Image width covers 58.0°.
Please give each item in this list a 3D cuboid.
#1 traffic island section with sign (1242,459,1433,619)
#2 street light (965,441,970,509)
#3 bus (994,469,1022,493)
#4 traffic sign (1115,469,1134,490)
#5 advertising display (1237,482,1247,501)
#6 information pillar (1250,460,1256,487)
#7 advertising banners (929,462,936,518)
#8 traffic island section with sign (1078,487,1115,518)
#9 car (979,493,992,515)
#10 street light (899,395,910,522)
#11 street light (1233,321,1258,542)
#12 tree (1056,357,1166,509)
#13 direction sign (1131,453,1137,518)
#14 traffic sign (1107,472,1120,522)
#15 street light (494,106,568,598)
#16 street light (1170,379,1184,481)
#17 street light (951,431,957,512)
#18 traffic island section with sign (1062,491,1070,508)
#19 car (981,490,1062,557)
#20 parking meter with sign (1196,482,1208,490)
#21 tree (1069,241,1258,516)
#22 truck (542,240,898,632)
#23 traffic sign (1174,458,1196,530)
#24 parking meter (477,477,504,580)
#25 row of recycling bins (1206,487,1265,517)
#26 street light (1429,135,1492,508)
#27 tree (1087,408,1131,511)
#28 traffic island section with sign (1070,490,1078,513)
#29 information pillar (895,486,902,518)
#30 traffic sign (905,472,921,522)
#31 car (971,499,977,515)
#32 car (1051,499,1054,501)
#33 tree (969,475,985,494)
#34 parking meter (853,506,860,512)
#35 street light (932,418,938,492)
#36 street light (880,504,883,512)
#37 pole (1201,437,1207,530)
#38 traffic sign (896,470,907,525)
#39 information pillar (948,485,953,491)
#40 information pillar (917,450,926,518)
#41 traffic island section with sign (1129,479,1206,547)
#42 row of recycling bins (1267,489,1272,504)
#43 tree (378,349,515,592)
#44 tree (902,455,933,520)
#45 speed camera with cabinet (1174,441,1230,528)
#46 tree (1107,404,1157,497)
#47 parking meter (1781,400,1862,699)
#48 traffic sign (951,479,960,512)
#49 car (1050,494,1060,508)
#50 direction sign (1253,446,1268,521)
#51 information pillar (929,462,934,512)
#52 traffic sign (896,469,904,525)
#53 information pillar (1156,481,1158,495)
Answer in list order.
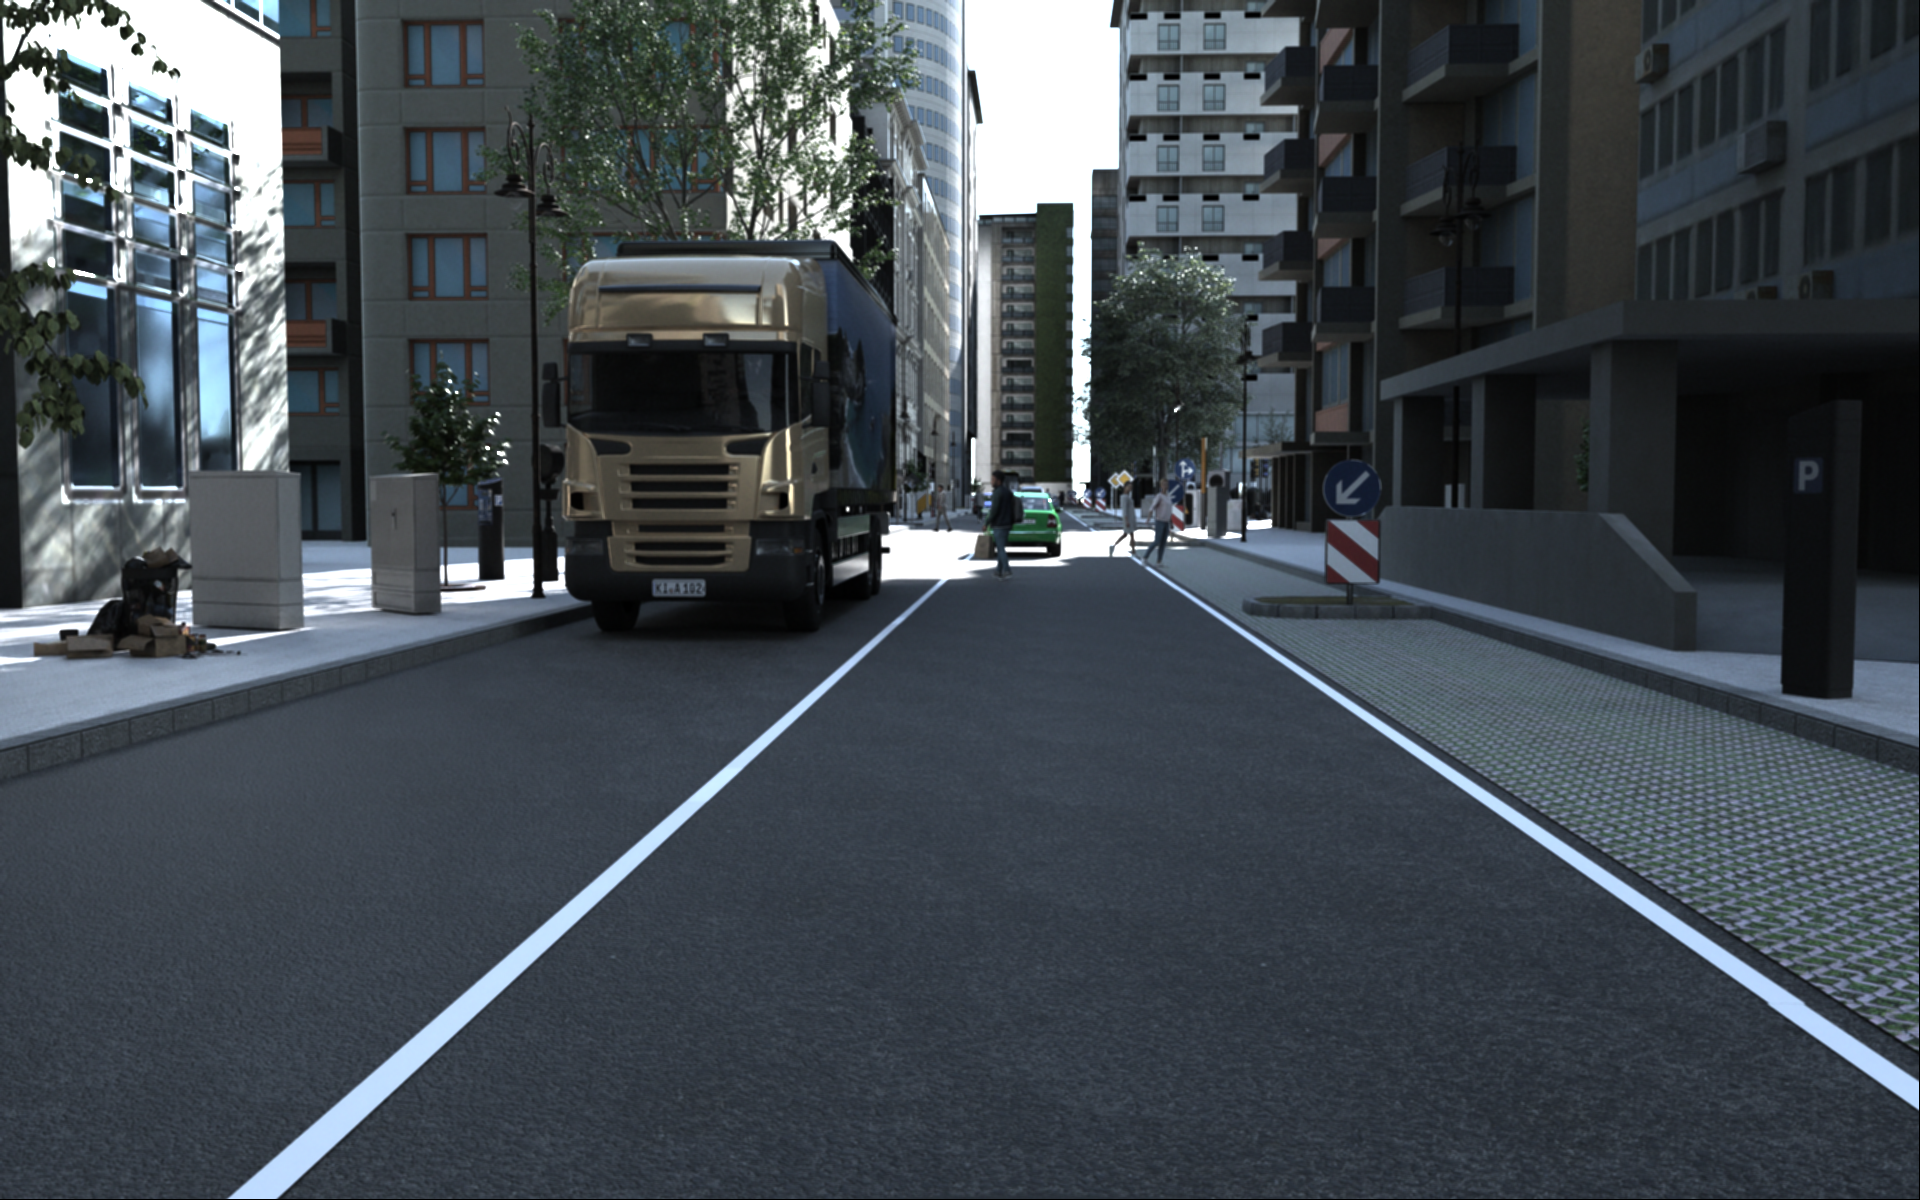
[{"bbox_3d":[4.425,-0.735,20.645,1.989,1.847,2.006,0,4,3],"label":"traffic island section with sign"},{"bbox_3d":[0.662,-10.812,149.556,0.468,5.910,1.993,0,4,3],"label":"street light"},{"bbox_3d":[4.820,-11.329,176.774,2.896,3.916,12.252,0,4,2],"label":"bus"},{"bbox_3d":[6.691,-4.088,70.479,0.795,2.450,0.064,0,4,3],"label":"traffic sign"},{"bbox_3d":[15.421,-5.479,94.790,0.123,1.923,0.974,3,4,36],"label":"advertising display"},{"bbox_3d":[19.853,-7.708,117.376,0.183,3.616,0.504,-2,4,-33],"label":"information pillar"},{"bbox_3d":[-1.514,-6.039,94.922,0.090,3.025,2.074,1,4,9],"label":"advertising banners"},{"bbox_3d":[8.223,-5.780,103.134,1.989,1.847,2.006,0,4,3],"label":"traffic island section with sign"},{"bbox_3d":[2.018,-6.217,111.241,1.945,1.707,3.694,0,4,1],"label":"car"},{"bbox_3d":[-2.534,-6.557,79.992,0.468,5.910,1.993,0,4,3],"label":"street light"},{"bbox_3d":[7.609,-4.497,46.306,0.468,5.910,1.993,0,4,3],"label":"street light"},{"bbox_3d":[13.200,-14.525,147.858,12.009,13.543,11.850,0,3,0],"label":"tree"},{"bbox_3d":[9.435,-6.254,94.254,0.379,3.537,0.876,1,4,22],"label":"direction sign"},{"bbox_3d":[7.059,-4.576,78.456,0.795,2.450,0.064,0,4,3],"label":"traffic sign"},{"bbox_3d":[-5.211,-2.962,21.216,0.468,5.910,1.993,0,4,3],"label":"street light"},{"bbox_3d":[8.709,-5.914,69.480,0.468,5.910,1.993,0,4,3],"label":"street light"},{"bbox_3d":[-0.467,-9.394,126.383,0.468,5.910,1.993,0,4,3],"label":"street light"},{"bbox_3d":[11.779,-10.492,180.178,1.989,1.847,2.006,0,4,3],"label":"traffic island section with sign"},{"bbox_3d":[1.467,-1.975,41.086,1.959,1.807,4.718,0,4,1],"label":"car"},{"bbox_3d":[15.497,-7.014,110.946,1.738,3.016,0.543,3,5,41],"label":"parking meter with sign"},{"bbox_3d":[10.492,-11.125,88.542,9.857,13.997,8.962,0,3,0],"label":"tree"},{"bbox_3d":[-2.464,-1.991,21.467,2.839,4.237,11.283,0,4,3],"label":"truck"},{"bbox_3d":[7.978,-3.757,61.531,0.768,2.556,0.104,0,4,7],"label":"traffic sign"},{"bbox_3d":[-7.039,-1.075,25.986,0.372,1.533,0.369,0,3,0],"label":"parking meter"},{"bbox_3d":[15.456,-5.629,99.148,3.534,1.692,1.069,0,4,-8],"label":"row of recycling bins"},{"bbox_3d":[6.554,-3.061,22.843,0.468,5.910,1.993,0,4,3],"label":"street light"},{"bbox_3d":[11.959,-11.210,133.642,4.737,8.622,4.395,0,3,0],"label":"tree"},{"bbox_3d":[9.485,-7.468,130.724,1.989,1.847,2.006,0,4,3],"label":"traffic island section with sign"},{"bbox_3d":[-3.329,-5.471,93.947,0.304,2.012,0.304,2,4,31],"label":"information pillar"},{"bbox_3d":[-2.175,-4.603,78.900,0.795,2.450,0.064,0,4,3],"label":"traffic sign"},{"bbox_3d":[1.886,-6.940,122.505,2.155,1.783,4.494,0,4,3],"label":"car"},{"bbox_3d":[5.551,-6.768,122.453,2.131,1.459,4.920,0,4,4],"label":"car"},{"bbox_3d":[1.566,-11.001,174.471,1.663,3.219,1.824,0,3,0],"label":"tree"},{"bbox_3d":[-3.610,-3.130,59.589,0.372,1.533,0.369,0,3,0],"label":"parking meter"},{"bbox_3d":[-1.501,-7.974,103.170,0.468,5.910,1.993,0,4,3],"label":"street light"},{"bbox_3d":[-3.072,-5.816,67.876,0.468,5.910,1.993,0,4,3],"label":"street light"},{"bbox_3d":[8.787,-4.194,62.419,0.158,3.312,0.155,0,3,0],"label":"pole"},{"bbox_3d":[-2.542,-4.115,70.923,0.795,2.450,0.064,0,4,3],"label":"traffic sign"},{"bbox_3d":[-0.803,-8.301,140.220,0.304,2.012,0.304,2,4,35],"label":"information pillar"},{"bbox_3d":[-2.028,-6.091,90.941,0.504,3.616,0.183,0,4,-5],"label":"information pillar"},{"bbox_3d":[5.666,-2.382,47.572,1.989,1.847,2.006,0,4,3],"label":"traffic island section with sign"},{"bbox_3d":[21.373,-7.248,125.610,3.534,1.692,1.069,2,4,27],"label":"row of recycling bins"},{"bbox_3d":[-6.959,-1.736,22.991,1.663,3.219,1.824,0,3,0],"label":"tree"},{"bbox_3d":[-2.363,-5.489,84.339,1.663,3.219,1.824,0,3,0],"label":"tree"},{"bbox_3d":[9.057,-4.313,64.850,2.038,3.252,0.660,2,4,30],"label":"speed camera with cabinet"},{"bbox_3d":[12.035,-10.480,121.711,4.360,8.622,3.978,0,3,0],"label":"tree"},{"bbox_3d":[5.452,-0.323,10.986,0.255,1.863,0.399,-1,4,-20],"label":"parking meter"},{"bbox_3d":[-0.327,-7.237,120.448,0.606,2.300,0.079,0,4,7],"label":"traffic sign"},{"bbox_3d":[8.367,-9.138,161.413,2.014,1.417,4.499,0,4,5],"label":"car"},{"bbox_3d":[14.190,-5.491,81.775,0.876,3.537,0.379,-2,4,-29],"label":"direction sign"},{"bbox_3d":[-1.950,-7.985,121.915,0.504,3.616,0.183,-1,4,-16],"label":"information pillar"},{"bbox_3d":[-2.583,-4.217,71.074,0.606,2.300,0.079,1,4,11],"label":"traffic sign"},{"bbox_3d":[11.463,-5.837,99.932,0.304,2.012,0.304,-3,5,-42],"label":"information pillar"}]
